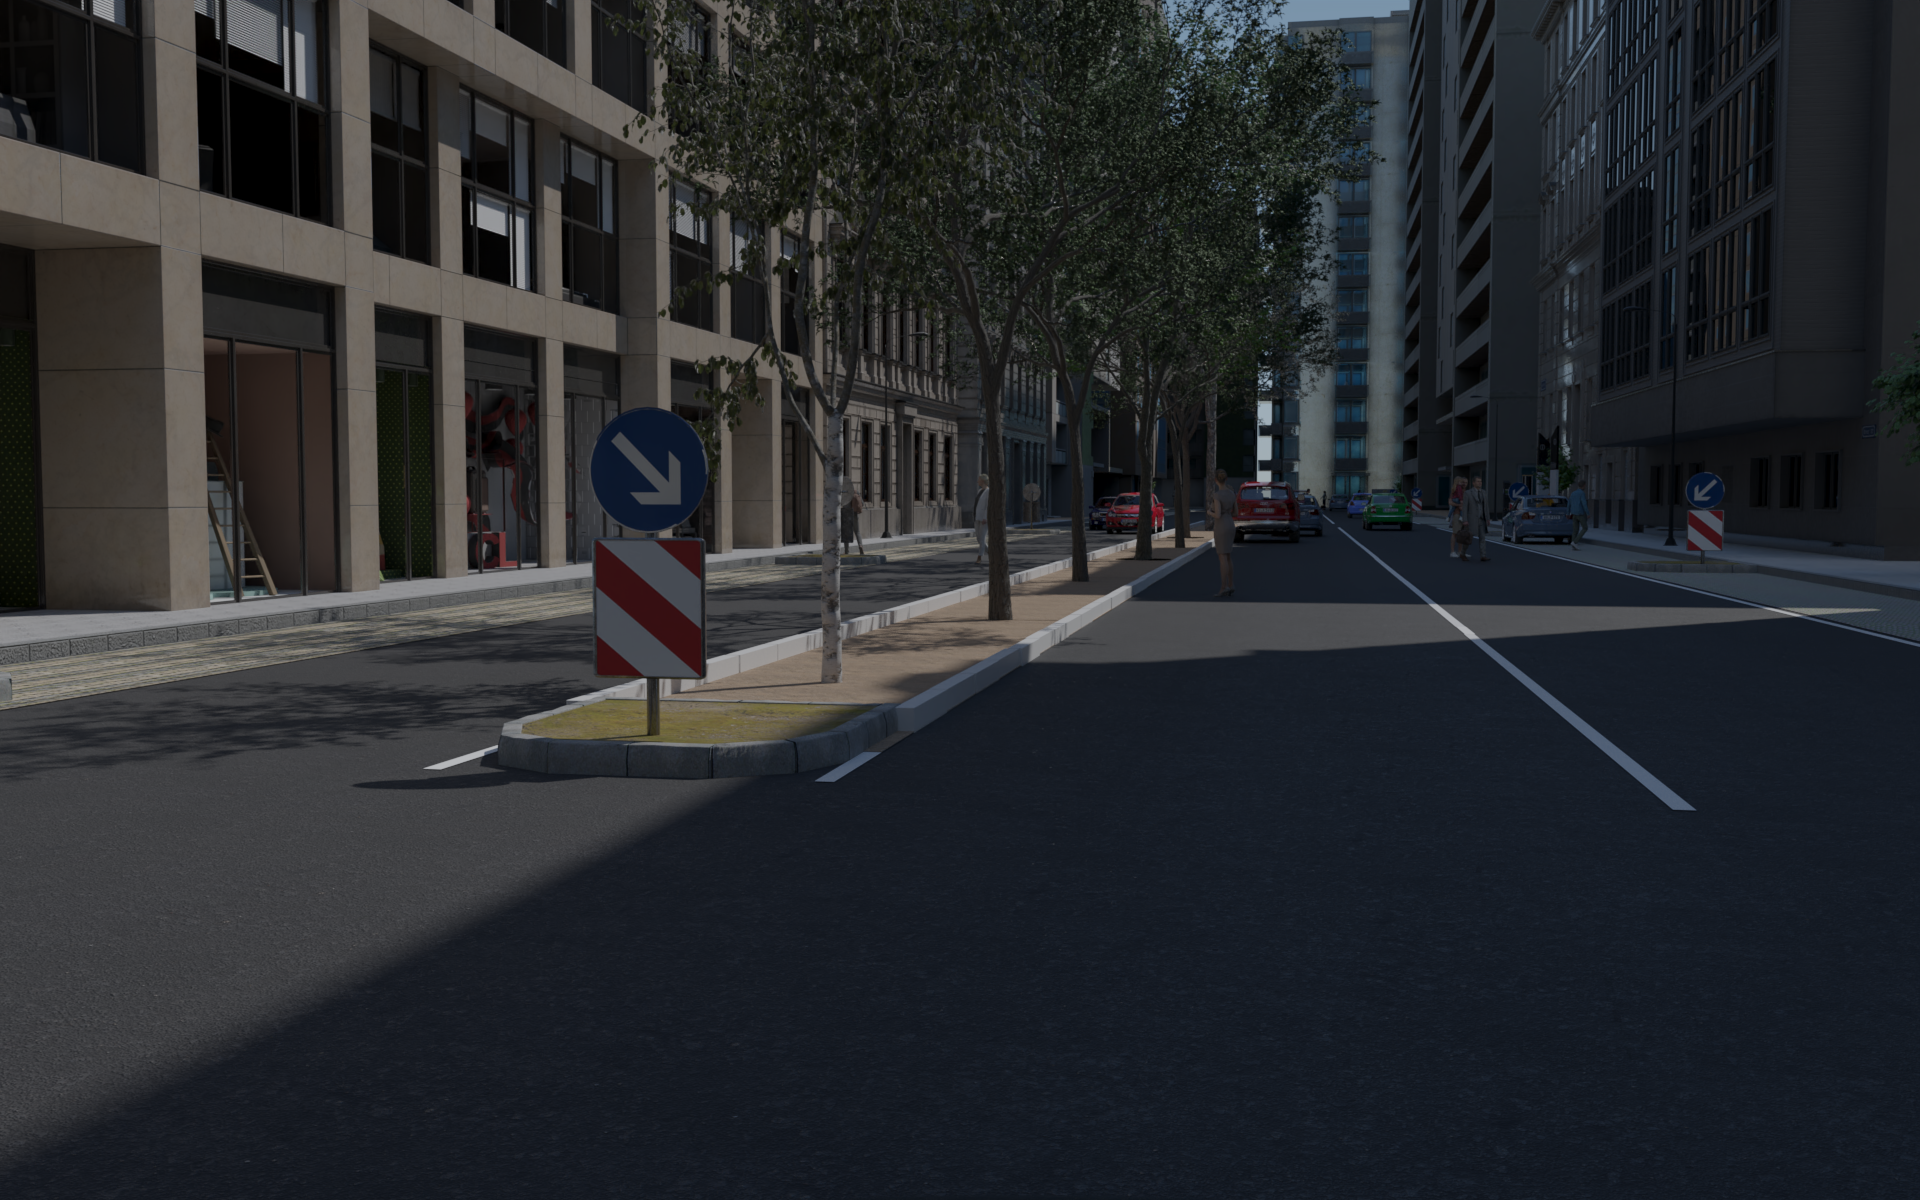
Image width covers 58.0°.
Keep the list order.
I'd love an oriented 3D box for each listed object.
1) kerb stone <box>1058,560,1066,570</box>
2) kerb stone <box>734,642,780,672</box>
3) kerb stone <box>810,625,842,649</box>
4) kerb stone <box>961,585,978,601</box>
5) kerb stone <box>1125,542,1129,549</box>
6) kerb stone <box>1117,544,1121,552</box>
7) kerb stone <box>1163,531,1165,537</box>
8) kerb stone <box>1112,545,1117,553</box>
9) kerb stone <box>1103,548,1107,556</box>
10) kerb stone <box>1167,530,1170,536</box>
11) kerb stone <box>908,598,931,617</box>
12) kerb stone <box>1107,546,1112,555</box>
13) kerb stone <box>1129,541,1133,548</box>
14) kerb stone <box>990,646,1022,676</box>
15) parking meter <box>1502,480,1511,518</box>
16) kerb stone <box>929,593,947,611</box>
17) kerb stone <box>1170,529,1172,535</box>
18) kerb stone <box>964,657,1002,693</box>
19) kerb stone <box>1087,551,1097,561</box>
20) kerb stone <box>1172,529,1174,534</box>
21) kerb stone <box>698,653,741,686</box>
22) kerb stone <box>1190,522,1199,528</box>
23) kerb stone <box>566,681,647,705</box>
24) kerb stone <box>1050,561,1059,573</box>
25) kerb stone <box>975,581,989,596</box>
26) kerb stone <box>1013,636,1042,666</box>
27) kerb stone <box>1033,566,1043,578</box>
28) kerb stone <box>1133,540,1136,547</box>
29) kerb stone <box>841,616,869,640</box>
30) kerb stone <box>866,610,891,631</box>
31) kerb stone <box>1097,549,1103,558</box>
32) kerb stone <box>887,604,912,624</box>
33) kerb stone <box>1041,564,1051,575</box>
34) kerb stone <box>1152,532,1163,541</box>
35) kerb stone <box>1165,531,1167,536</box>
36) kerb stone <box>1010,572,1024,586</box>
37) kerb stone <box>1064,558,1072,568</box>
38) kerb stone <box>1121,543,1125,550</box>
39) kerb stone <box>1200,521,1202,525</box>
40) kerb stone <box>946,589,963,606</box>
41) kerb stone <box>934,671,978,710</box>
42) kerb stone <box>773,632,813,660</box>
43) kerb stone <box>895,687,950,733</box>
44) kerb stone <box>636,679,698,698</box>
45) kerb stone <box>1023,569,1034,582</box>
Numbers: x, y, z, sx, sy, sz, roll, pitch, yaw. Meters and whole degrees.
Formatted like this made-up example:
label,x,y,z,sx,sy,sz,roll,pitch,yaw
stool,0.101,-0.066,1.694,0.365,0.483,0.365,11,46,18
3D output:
label,x,y,z,sx,sy,sz,roll,pitch,yaw
kerb stone,1.810,-0.625,32.417,0.120,0.150,1.000,1,4,11
kerb stone,-1.713,0.483,14.304,0.120,0.150,1.000,1,4,11
kerb stone,-1.322,0.364,16.311,0.120,0.150,1.000,1,4,11
kerb stone,0.054,-0.071,23.361,0.120,0.150,1.000,1,4,11
kerb stone,4.165,-1.361,44.488,0.120,0.150,1.000,1,4,11
kerb stone,3.774,-1.240,42.473,0.120,0.150,1.000,1,4,11
kerb stone,6.515,-2.101,56.553,0.120,0.150,1.000,1,4,11
kerb stone,3.581,-1.179,41.469,0.120,0.150,1.000,1,4,11
kerb stone,3.183,-1.053,39.464,0.120,0.150,1.000,1,4,11
kerb stone,6.906,-2.222,58.566,0.120,0.150,1.000,1,4,11
kerb stone,-0.539,0.113,20.342,0.120,0.150,1.000,1,4,11
kerb stone,3.378,-1.118,40.467,0.120,0.150,1.000,1,4,11
kerb stone,4.359,-1.425,45.493,0.120,0.150,1.000,1,4,11
kerb stone,0.339,0.507,13.901,0.120,0.150,1.000,1,4,11
parking meter,23.332,-4.174,73.948,0.255,1.863,0.399,0,4,7
kerb stone,-0.344,0.054,21.346,0.120,0.150,1.000,1,4,11
kerb stone,7.096,-2.286,59.578,0.120,0.150,1.000,1,4,11
kerb stone,0.151,0.569,12.892,0.120,0.150,1.000,1,4,11
kerb stone,2.801,-0.933,37.453,0.120,0.150,1.000,1,4,11
kerb stone,7.302,-2.348,60.588,0.120,0.150,1.000,1,4,11
kerb stone,-1.915,0.544,13.297,0.120,0.150,1.000,1,4,11
kerb stone,10.249,-3.272,75.700,0.120,0.150,1.000,1,4,11
kerb stone,-2.301,0.671,11.283,0.120,0.150,1.000,1,4,11
kerb stone,1.628,-0.564,31.410,0.120,0.150,1.000,1,4,11
kerb stone,0.240,-0.133,24.370,0.120,0.150,1.000,1,4,11
kerb stone,0.556,0.446,14.910,0.120,0.150,1.000,1,4,11
kerb stone,1.226,-0.437,29.401,0.120,0.150,1.000,1,4,11
kerb stone,4.555,-1.478,46.497,0.120,0.150,1.000,1,4,11
kerb stone,-1.120,0.298,17.320,0.120,0.150,1.000,1,4,11
kerb stone,-0.927,0.236,18.330,0.120,0.150,1.000,1,4,11
kerb stone,2.997,-0.995,38.458,0.120,0.150,1.000,1,4,11
kerb stone,-0.735,0.177,19.338,0.120,0.150,1.000,1,4,11
kerb stone,1.424,-0.502,30.409,0.120,0.150,1.000,1,4,11
kerb stone,6.315,-2.038,55.536,0.120,0.150,1.000,1,4,11
kerb stone,6.712,-2.163,57.562,0.120,0.150,1.000,1,4,11
kerb stone,0.834,-0.312,27.385,0.120,0.150,1.000,1,4,11
kerb stone,2.007,-0.687,33.420,0.120,0.150,1.000,1,4,11
kerb stone,3.967,-1.302,43.477,0.120,0.150,1.000,1,4,11
kerb stone,10.643,-3.393,77.711,0.120,0.150,1.000,1,4,11
kerb stone,-0.153,-0.007,22.350,0.120,0.150,1.000,1,4,11
kerb stone,-0.047,0.630,11.887,0.120,0.150,1.000,1,4,11
kerb stone,-1.518,0.421,15.308,0.120,0.150,1.000,1,4,11
kerb stone,-0.239,0.692,10.883,0.120,0.150,1.000,1,4,11
kerb stone,-2.108,0.610,12.294,0.120,0.150,1.000,1,4,11
kerb stone,1.031,-0.375,28.388,0.120,0.150,1.000,1,4,11
